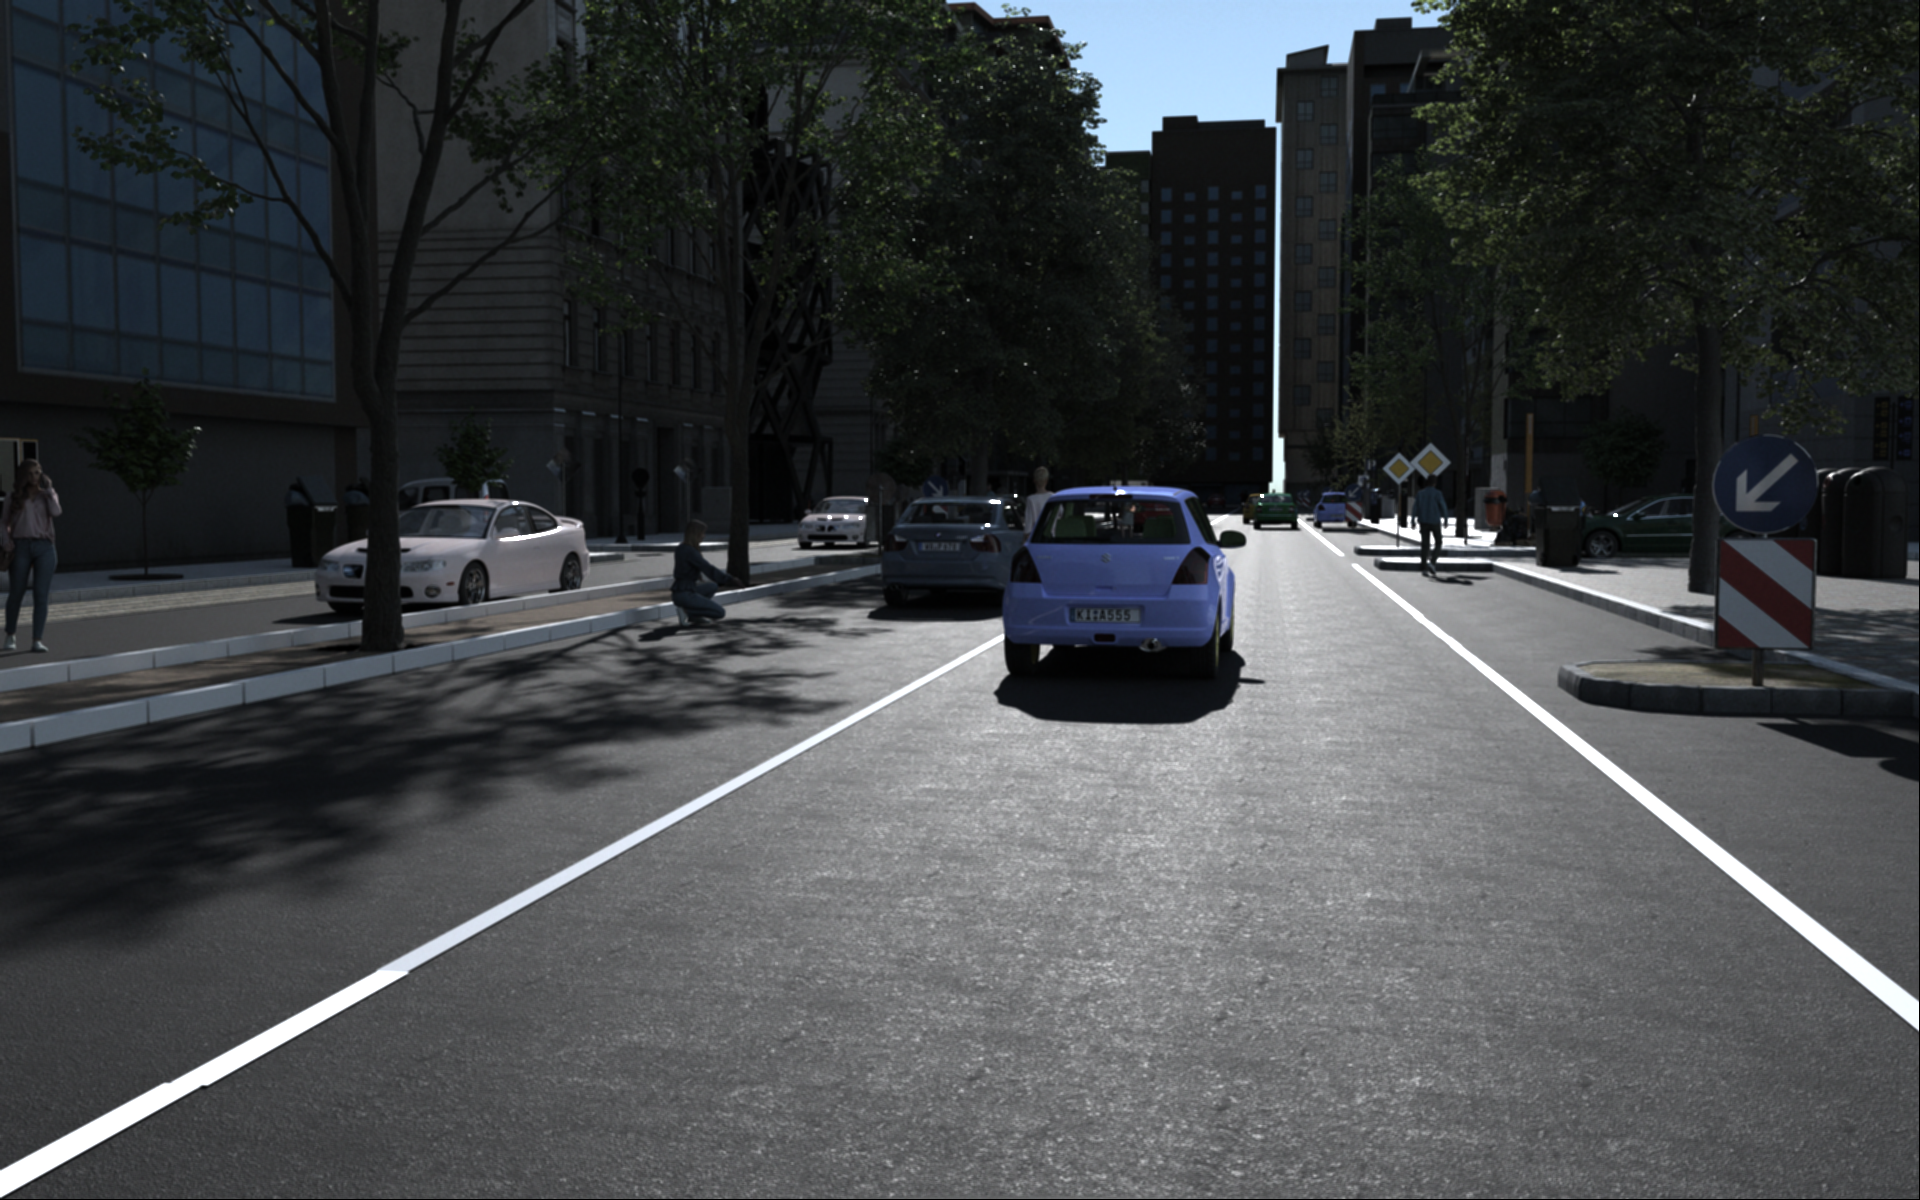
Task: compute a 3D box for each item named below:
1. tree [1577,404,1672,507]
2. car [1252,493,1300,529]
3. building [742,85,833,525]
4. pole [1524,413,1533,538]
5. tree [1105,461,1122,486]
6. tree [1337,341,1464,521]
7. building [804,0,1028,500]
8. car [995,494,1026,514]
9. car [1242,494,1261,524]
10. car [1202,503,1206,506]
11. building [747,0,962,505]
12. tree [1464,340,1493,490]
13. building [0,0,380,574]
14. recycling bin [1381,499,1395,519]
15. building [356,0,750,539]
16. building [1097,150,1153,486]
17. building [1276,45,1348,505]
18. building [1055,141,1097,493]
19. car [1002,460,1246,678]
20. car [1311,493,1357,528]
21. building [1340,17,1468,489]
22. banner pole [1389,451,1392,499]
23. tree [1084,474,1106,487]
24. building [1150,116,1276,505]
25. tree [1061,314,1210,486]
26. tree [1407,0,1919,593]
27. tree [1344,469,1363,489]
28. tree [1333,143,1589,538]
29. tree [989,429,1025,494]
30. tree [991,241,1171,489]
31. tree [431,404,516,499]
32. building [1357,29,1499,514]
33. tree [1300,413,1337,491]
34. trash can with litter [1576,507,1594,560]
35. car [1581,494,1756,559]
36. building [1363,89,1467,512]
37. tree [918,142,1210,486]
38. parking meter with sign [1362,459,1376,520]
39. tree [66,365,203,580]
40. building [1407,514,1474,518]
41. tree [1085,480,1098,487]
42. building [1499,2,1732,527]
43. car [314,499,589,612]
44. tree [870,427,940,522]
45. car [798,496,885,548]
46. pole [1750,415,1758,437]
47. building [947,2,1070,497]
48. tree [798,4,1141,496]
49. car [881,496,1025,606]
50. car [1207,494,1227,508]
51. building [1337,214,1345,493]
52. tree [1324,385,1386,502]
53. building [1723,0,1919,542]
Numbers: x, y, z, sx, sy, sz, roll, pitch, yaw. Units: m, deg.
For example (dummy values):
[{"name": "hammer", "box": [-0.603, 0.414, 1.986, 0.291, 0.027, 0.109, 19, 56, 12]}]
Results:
[{"name": "tree", "box": [24.342, -4.880, 63.503, 4.285, 4.588, 4.351, 0, 3, 0]}, {"name": "car", "box": [13.120, -3.861, 71.919, 1.959, 1.807, 4.718, 1, 4, 11]}, {"name": "building", "box": [-14.273, -12.694, 75.000, 16.820, 18.784, 16.811, 1, 4, 10]}, {"name": "pole", "box": [14.385, -3.057, 43.829, 0.158, 3.312, 0.155, 0, 3, 0]}, {"name": "tree", "box": [17.063, -14.799, 192.333, 4.360, 8.622, 3.978, 0, 3, 0]}, {"name": "tree", "box": [20.927, -8.067, 82.255, 4.737, 8.622, 4.395, 0, 3, 0]}, {"name": "building", "box": [-11.412, -27.023, 133.712, 32.217, 40.220, 23.993, 1, 4, 10]}, {"name": "car", "box": [1.973, -3.899, 75.547, 2.131, 1.459, 4.920, 1, 4, 11]}, {"name": "car", "box": [14.773, -4.559, 84.762, 2.015, 1.641, 3.980, 1, 4, 12]}, {"name": "car", "box": [10.497, -4.341, 81.192, 2.015, 1.641, 3.980, 1, 4, 11]}, {"name": "building", "box": [-8.705, -19.111, 99.847, 14.401, 28.519, 23.554, 1, 4, 10]}, {"name": "tree", "box": [25.916, -8.147, 83.562, 4.737, 8.622, 4.395, 0, 3, 0]}, {"name": "building", "box": [-20.652, -23.269, 30.555, 14.200, 45.320, 14.600, 1, 4, 10]}, {"name": "recycling bin", "box": [22.499, -4.810, 91.200, 0.722, 1.027, 0.722, 1, 4, 23]}, {"name": "building", "box": [-14.037, -12.653, 56.033, 9.793, 20.994, 18.267, 1, 4, 10]}, {"name": "building", "box": [16.497, -32.203, 210.112, 14.086, 41.232, 14.154, 1, 4, 10]}, {"name": "building", "box": [52.245, -38.029, 211.006, 27.495, 52.752, 28.713, 1, 4, 10]}, {"name": "building", "box": [6.686, -30.755, 186.443, 14.086, 41.232, 14.154, 1, 4, 10]}, {"name": "car", "box": [1.459, -0.323, 14.878, 1.945, 1.707, 3.694, 1, 4, 11]}, {"name": "car", "box": [16.063, -3.952, 74.211, 1.945, 1.707, 3.694, 1, 4, 9]}, {"name": "building", "box": [43.850, -31.453, 164.364, 14.600, 45.320, 14.200, 1, 4, 10]}, {"name": "banner pole", "box": [25.323, -6.845, 101.928, 0.401, 3.779, 0.863, 1, 4, 22]}, {"name": "tree", "box": [13.362, -11.793, 176.535, 4.285, 4.588, 4.351, 0, 3, 0]}, {"name": "building", "box": [30.474, -34.111, 207.818, 14.200, 45.320, 14.600, 1, 4, 10]}, {"name": "tree", "box": [9.567, -11.067, 100.409, 9.611, 12.733, 9.660, 0, 3, 0]}, {"name": "tree", "box": [9.383, -6.384, 22.511, 7.486, 12.596, 7.792, 0, 3, 0]}, {"name": "tree", "box": [27.049, -7.614, 119.093, 1.663, 3.219, 1.824, 0, 3, 0]}, {"name": "tree", "box": [14.787, -7.648, 50.803, 9.928, 11.665, 9.643, 0, 3, 0]}, {"name": "tree", "box": [3.501, -10.145, 116.231, 4.360, 8.622, 3.978, 0, 3, 0]}, {"name": "tree", "box": [5.326, -9.578, 77.178, 7.486, 12.596, 7.792, 0, 3, 0]}, {"name": "tree", "box": [-10.443, -2.622, 37.470, 1.663, 3.219, 1.824, 0, 3, 0]}, {"name": "building", "box": [49.838, -27.659, 144.113, 32.217, 40.220, 23.993, 1, 4, 10]}, {"name": "tree", "box": [33.248, -12.615, 156.624, 4.737, 8.622, 4.395, 0, 3, 0]}, {"name": "trash can with litter", "box": [11.690, -1.353, 33.513, 1.055, 1.170, 0.624, -2, 4, -34]}, {"name": "car", "box": [15.290, -1.585, 37.714, 4.920, 1.459, 2.131, 0, 4, 8]}, {"name": "building", "box": [36.916, -21.754, 127.374, 14.160, 30.474, 14.107, 1, 4, 10]}, {"name": "tree", "box": [2.790, -8.997, 59.927, 12.009, 13.543, 11.850, 0, 3, 0]}, {"name": "parking meter with sign", "box": [20.653, -5.584, 87.557, 0.543, 3.016, 1.738, 0, 4, 4]}, {"name": "tree", "box": [-12.191, -1.926, 26.099, 1.663, 3.219, 1.824, 0, 3, 0]}, {"name": "building", "box": [42.408, -24.926, 99.413, 32.217, 40.220, 23.993, 1, 4, 10]}, {"name": "tree", "box": [12.534, -10.629, 168.378, 1.663, 3.219, 1.824, 0, 3, 0]}, {"name": "building", "box": [29.247, -18.350, 71.719, 14.160, 30.474, 14.107, 1, 4, 10]}, {"name": "car", "box": [-6.416, -0.612, 22.368, 2.083, 1.381, 4.827, 1, 4, 11]}, {"name": "tree", "box": [-2.475, -5.962, 81.187, 4.285, 4.588, 4.351, 0, 3, 0]}, {"name": "car", "box": [-3.127, -2.154, 47.575, 2.083, 1.381, 4.827, 1, 4, 9]}, {"name": "pole", "box": [20.521, -3.119, 44.843, 0.158, 3.312, 0.155, 0, 3, 0]}, {"name": "building", "box": [-1.773, -30.864, 159.244, 22.147, 44.769, 28.867, 1, 4, 10]}, {"name": "tree", "box": [0.469, -8.400, 46.446, 9.857, 13.997, 8.962, 0, 3, 0]}, {"name": "car", "box": [0.136, -0.701, 23.471, 2.014, 1.417, 4.499, 1, 4, 11]}, {"name": "car", "box": [26.880, -10.538, 181.337, 2.155, 1.783, 4.494, 1, 4, 10]}, {"name": "building", "box": [46.194, -24.897, 178.773, 14.160, 30.474, 14.107, 1, 4, 10]}, {"name": "tree", "box": [25.492, -9.847, 111.365, 4.360, 8.622, 3.978, 0, 3, 0]}, {"name": "building", "box": [38.449, -30.866, 46.652, 28.212, 58.520, 21.231, 1, 4, 10]}]
